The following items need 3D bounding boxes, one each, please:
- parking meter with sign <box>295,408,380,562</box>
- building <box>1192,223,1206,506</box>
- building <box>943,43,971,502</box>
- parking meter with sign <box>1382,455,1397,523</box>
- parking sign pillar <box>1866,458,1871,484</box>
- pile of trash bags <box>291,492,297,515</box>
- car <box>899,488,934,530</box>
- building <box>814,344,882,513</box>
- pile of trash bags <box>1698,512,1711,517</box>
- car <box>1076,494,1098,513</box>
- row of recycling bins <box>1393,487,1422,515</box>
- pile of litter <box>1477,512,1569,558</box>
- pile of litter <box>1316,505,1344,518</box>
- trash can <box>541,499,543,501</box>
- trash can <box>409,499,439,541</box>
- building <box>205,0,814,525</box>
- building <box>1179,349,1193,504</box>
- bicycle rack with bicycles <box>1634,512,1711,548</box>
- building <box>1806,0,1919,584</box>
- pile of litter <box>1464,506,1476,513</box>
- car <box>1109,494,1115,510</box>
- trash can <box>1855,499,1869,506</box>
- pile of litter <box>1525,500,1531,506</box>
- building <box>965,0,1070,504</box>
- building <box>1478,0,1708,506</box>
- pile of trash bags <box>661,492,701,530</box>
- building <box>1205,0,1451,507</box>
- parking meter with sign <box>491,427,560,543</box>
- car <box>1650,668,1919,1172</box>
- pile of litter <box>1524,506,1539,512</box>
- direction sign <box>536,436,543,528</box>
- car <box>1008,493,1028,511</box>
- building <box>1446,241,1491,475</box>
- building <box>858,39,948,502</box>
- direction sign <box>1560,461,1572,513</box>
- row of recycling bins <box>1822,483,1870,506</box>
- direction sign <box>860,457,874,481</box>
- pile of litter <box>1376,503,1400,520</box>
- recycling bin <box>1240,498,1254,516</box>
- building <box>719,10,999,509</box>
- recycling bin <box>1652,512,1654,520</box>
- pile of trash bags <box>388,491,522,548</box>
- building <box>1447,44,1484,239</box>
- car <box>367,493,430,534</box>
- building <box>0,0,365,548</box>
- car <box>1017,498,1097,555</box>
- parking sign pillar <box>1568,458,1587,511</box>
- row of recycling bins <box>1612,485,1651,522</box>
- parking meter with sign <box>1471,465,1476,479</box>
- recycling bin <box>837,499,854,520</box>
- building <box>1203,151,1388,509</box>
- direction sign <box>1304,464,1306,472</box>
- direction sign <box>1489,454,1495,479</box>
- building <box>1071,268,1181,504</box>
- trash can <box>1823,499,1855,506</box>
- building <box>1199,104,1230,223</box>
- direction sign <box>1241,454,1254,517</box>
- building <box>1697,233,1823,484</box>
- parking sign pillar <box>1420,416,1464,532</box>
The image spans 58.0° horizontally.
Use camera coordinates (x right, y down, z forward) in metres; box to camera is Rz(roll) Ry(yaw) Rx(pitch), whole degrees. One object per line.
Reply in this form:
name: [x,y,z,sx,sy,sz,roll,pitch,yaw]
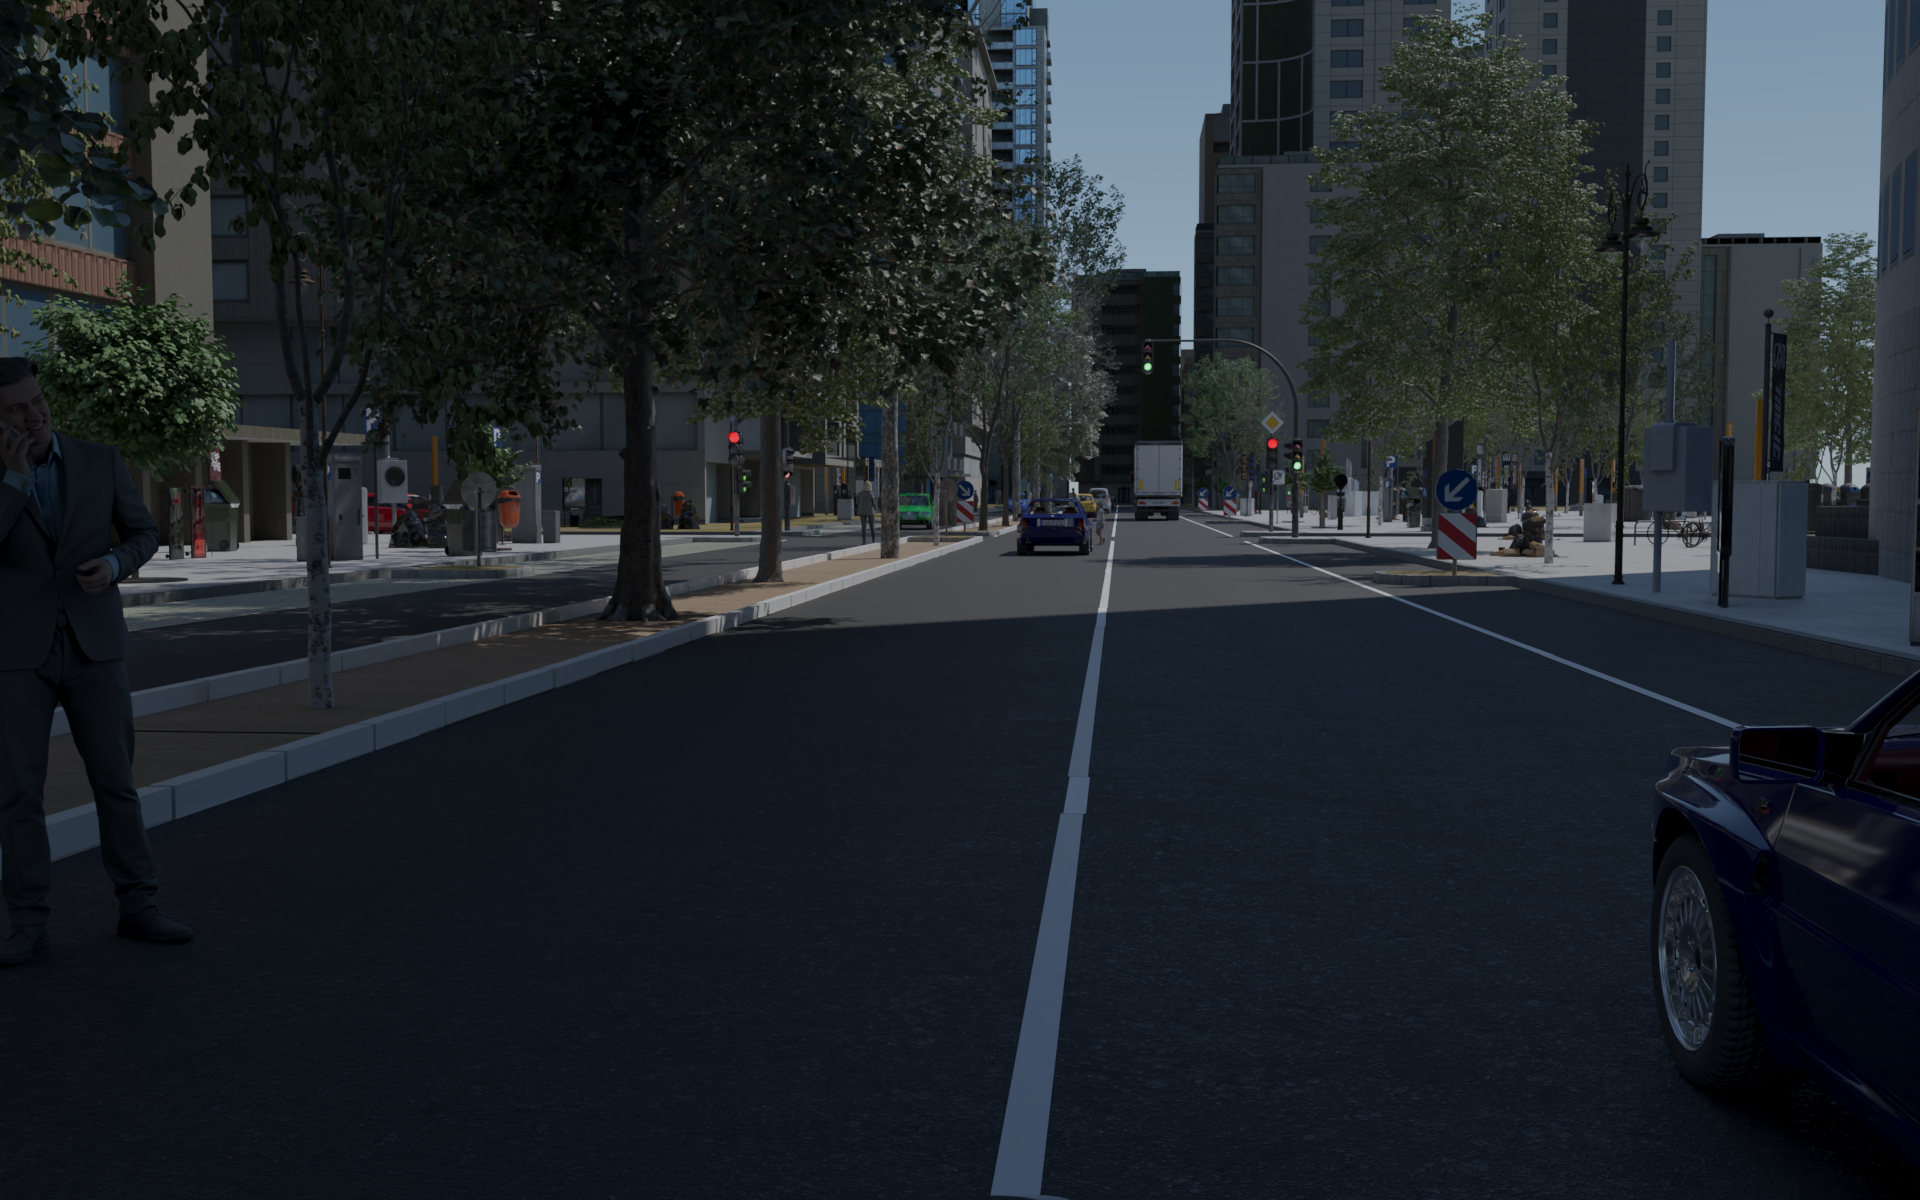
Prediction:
parking meter with sign: [-11.984,-2.276,33.466,0.543,3.016,1.738,2,4,34]
building: [31.987,-25.323,185.732,14.160,30.474,14.107,0,4,5]
building: [-11.502,-33.444,166.415,23.786,49.044,30.456,0,4,5]
parking meter with sign: [19.483,-5.049,78.819,0.543,3.016,1.738,1,4,8]
parking sign pillar: [65.744,-8.333,124.714,1.447,3.967,1.447,0,4,3]
pile of trash bags: [-25.451,-3.657,69.536,3.447,1.369,1.912,-2,4,-27]
car: [-1.886,-3.798,70.892,1.959,1.807,4.718,0,4,3]
building: [-15.956,-41.923,123.695,20.563,71.187,20.611,0,4,5]
pile of trash bags: [42.202,-5.472,99.226,3.447,1.369,1.912,1,4,8]
car: [8.326,-6.522,116.858,2.015,1.641,3.980,0,4,5]
row of recycling bins: [28.000,-6.219,108.795,3.534,1.692,1.069,-3,4,-36]
pile of litter: [11.636,-1.317,35.500,1.176,0.858,1.719,-1,4,-20]
pile of litter: [20.008,-4.871,93.607,1.719,0.858,1.176,-1,4,-11]
trash can: [-12.220,-2.300,49.254,0.748,1.137,0.748,0,3,0]
trash can: [-14.250,-2.106,46.081,0.748,1.137,0.748,0,3,0]
building: [-20.545,-30.260,83.983,28.713,52.752,27.495,0,4,5]
building: [43.935,-23.588,230.710,28.899,21.520,27.650,0,4,5]
bicycle rack with bicycles: [18.165,-1.787,42.604,2.925,0.926,2.852,-1,4,-19]
building: [23.530,-29.187,19.209,21.231,58.520,28.212,0,4,5]
pile of litter: [19.403,-3.199,66.262,1.719,0.858,1.176,1,4,12]
car: [13.321,-9.106,160.675,2.131,1.459,4.920,0,4,6]
trash can: [26.010,-2.323,49.637,0.748,1.137,0.748,0,3,0]
pile of litter: [43.093,-7.135,130.623,1.176,0.858,1.719,1,4,11]
building: [-0.940,-56.096,229.843,31.000,86.520,22.319,0,4,5]
building: [69.090,-46.190,193.456,20.611,71.187,20.563,0,4,5]
pile of trash bags: [-10.486,-3.310,63.869,1.912,1.369,3.447,0,4,-5]
building: [34.639,-44.531,166.330,20.563,71.187,20.611,0,4,5]
parking meter with sign: [-11.332,-2.995,45.237,1.738,3.016,0.543,1,4,9]
car: [2.490,0.589,2.946,1.945,1.354,3.894,0,4,6]
pile of litter: [15.999,-2.112,48.499,1.719,0.858,1.176,2,4,29]
direction sign: [-15.722,-4.439,64.579,0.379,3.537,0.876,0,4,-7]
car: [4.887,-8.261,144.654,1.945,1.707,3.694,0,4,4]
building: [52.010,-26.105,198.521,14.107,30.474,14.160,0,4,5]
building: [-8.591,-30.178,143.526,14.600,45.320,14.200,0,4,5]
direction sign: [40.998,-7.657,117.186,0.379,3.537,0.876,-3,4,-37]
row of recycling bins: [34.448,-3.624,66.366,3.534,1.692,1.069,0,4,-7]
direction sign: [-5.672,-6.965,105.880,0.876,3.537,0.379,0,4,5]
pile of litter: [21.263,-4.412,86.097,1.176,0.858,1.719,1,4,16]
recycling bin: [17.014,-5.510,102.640,0.722,1.027,0.722,1,4,19]
building: [-10.345,-37.148,196.605,27.495,52.752,28.713,0,4,5]
recycling bin: [34.615,-4.450,85.313,0.722,1.027,0.722,-3,4,-37]
pile of trash bags: [-12.119,-1.994,42.356,1.912,1.369,3.447,2,4,33]
building: [73.269,-41.646,222.909,28.212,58.520,21.231,0,4,5]
car: [-18.183,-2.921,56.799,4.494,1.783,2.155,0,4,6]
building: [-32.629,-23.558,39.806,28.867,44.769,22.147,0,4,5]
car: [2.332,-1.797,41.953,1.945,1.354,3.894,0,4,6]
parking sign pillar: [46.478,-8.664,130.135,1.447,3.967,1.447,-1,4,-21]
row of recycling bins: [31.517,-4.532,81.209,1.069,1.692,3.534,0,4,3]
parking meter with sign: [30.391,-6.600,104.176,1.738,3.016,0.543,-2,4,-32]
recycling bin: [-5.630,-4.437,85.106,0.722,1.027,0.722,0,4,5]
building: [28.938,-23.148,150.176,14.160,30.474,14.107,0,4,5]
direction sign: [25.667,-8.370,128.850,0.379,3.537,0.876,0,4,3]
direction sign: [30.409,-6.549,99.067,0.379,3.537,0.876,3,4,38]
building: [21.462,-27.731,225.102,14.107,30.474,14.160,0,4,5]
trash can: [20.847,-1.825,41.492,0.748,1.137,0.748,0,3,0]
building: [34.644,-33.586,199.247,14.600,45.320,14.200,0,4,5]
direction sign: [16.374,-6.526,98.700,0.876,3.537,0.379,3,5,42]
building: [87.327,-25.947,195.927,14.107,30.474,14.160,0,4,5]
parking sign pillar: [16.631,-4.355,59.675,1.447,3.967,1.447,-1,4,-10]
